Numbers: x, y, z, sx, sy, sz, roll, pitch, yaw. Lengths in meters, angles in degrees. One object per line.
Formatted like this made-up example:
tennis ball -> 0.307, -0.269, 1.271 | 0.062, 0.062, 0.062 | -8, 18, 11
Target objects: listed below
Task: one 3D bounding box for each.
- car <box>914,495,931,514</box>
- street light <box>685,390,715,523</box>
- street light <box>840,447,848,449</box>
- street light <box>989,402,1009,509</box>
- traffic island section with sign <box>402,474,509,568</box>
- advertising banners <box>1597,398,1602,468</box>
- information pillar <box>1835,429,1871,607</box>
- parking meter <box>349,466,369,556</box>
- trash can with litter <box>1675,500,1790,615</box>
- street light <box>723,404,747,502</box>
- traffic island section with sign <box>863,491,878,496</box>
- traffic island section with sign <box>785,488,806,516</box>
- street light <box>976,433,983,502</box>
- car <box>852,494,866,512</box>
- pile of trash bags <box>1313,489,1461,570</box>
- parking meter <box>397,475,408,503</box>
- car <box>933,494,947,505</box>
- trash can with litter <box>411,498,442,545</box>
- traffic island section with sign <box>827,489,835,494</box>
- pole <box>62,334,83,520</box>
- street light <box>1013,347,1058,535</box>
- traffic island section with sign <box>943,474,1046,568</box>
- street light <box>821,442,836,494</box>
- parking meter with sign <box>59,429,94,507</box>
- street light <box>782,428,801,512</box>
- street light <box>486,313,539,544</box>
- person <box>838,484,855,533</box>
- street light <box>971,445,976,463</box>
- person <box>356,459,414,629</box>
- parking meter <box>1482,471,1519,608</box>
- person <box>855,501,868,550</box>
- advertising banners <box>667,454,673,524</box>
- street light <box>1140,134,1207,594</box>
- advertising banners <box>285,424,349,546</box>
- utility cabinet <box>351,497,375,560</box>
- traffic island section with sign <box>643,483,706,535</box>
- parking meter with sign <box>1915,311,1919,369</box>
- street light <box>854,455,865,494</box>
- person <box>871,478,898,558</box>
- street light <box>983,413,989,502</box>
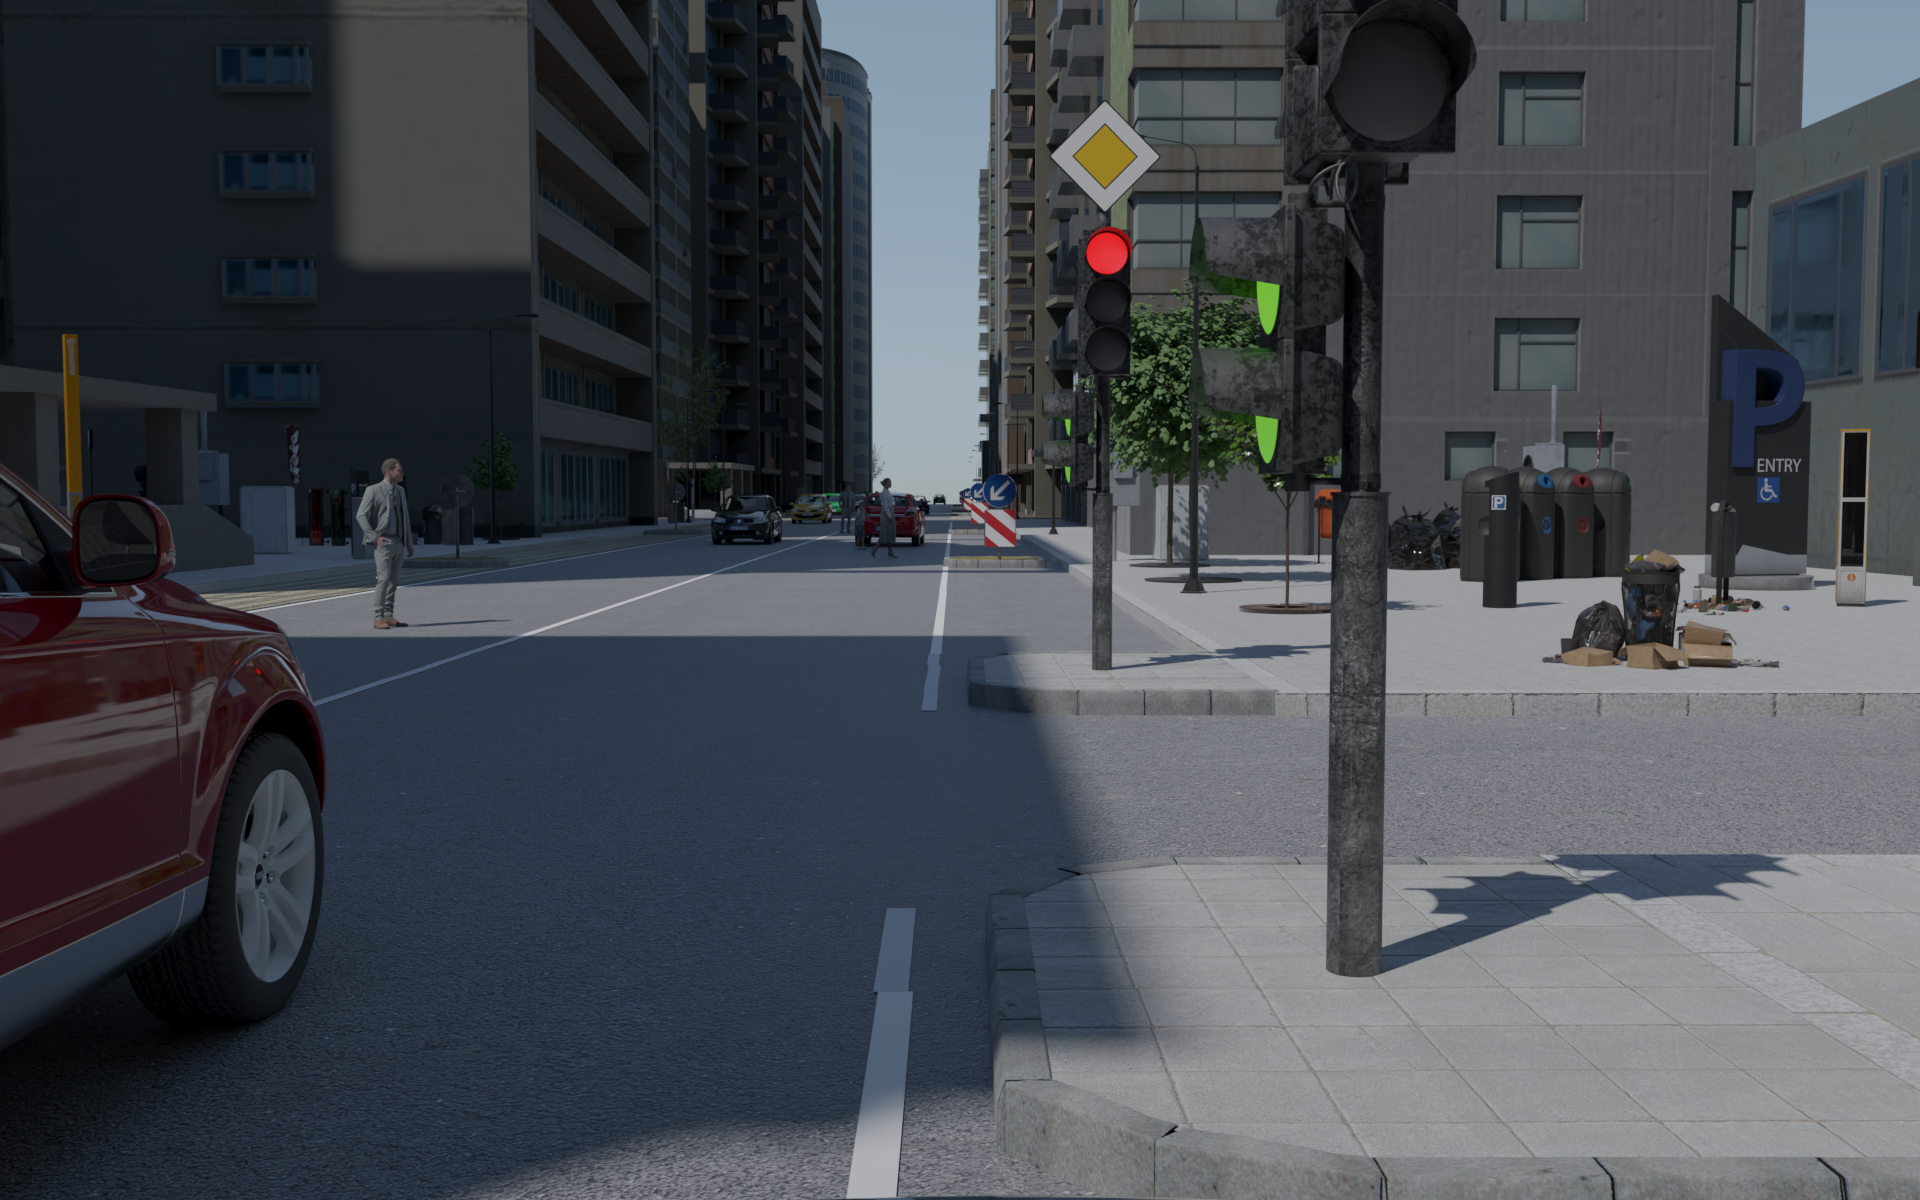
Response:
car -> -3.066, -6.775, 123.356 | 1.945, 1.354, 3.894 | 0, 4, 1
street light -> -11.585, -6.399, 77.161 | 1.470, 5.913, 1.316 | 0, 4, 0
street light -> -11.890, -12.228, 172.469 | 1.470, 5.913, 1.316 | 0, 4, 0
street light -> 2.359, -7.043, 87.688 | 1.470, 5.913, 1.316 | 0, 4, 0
traffic island section with sign -> -9.995, -1.556, 34.074 | 1.989, 1.847, 2.006 | 0, 4, 0
advertising banners -> 12.040, -2.234, 32.706 | 0.090, 3.025, 2.074 | 1, 4, 20
information pillar -> 10.188, -0.934, 19.766 | 0.304, 2.012, 0.304 | 2, 4, 25
parking meter -> -12.396, -1.839, 35.784 | 0.399, 1.863, 0.255 | 3, 5, 44
trash can with litter -> 8.355, -0.507, 19.350 | 1.678, 1.210, 2.233 | 2, 4, 32
street light -> -11.601, -7.119, 88.931 | 1.470, 5.913, 1.316 | 0, 4, 0
traffic island section with sign -> -10.495, -11.396, 194.958 | 1.989, 1.847, 2.006 | 0, 4, 0
traffic island section with sign -> -10.238, -6.335, 112.208 | 1.989, 1.847, 2.006 | 0, 4, 0
street light -> 2.179, -9.761, 132.137 | 1.470, 5.913, 1.316 | 0, 4, 0
car -> -7.294, -6.747, 122.117 | 2.131, 1.459, 4.920 | 0, 4, -2
pile of trash bags -> 7.502, -1.287, 30.790 | 1.912, 1.369, 3.447 | -2, 4, -29
parking meter -> -14.934, -2.475, 46.177 | 0.399, 1.863, 0.255 | -1, 4, -18
car -> -2.811, -14.032, 239.210 | 2.009, 1.686, 4.222 | 0, 4, 1
trash can with litter -> -13.620, -1.989, 43.913 | 1.055, 1.170, 0.624 | -1, 4, -11
traffic island section with sign -> -10.324, -8.013, 139.638 | 1.989, 1.847, 2.006 | 0, 4, 0
pole -> -11.388, -1.738, 22.259 | 0.158, 3.312, 0.155 | 0, 3, 0
street light -> 2.425, -5.031, 54.801 | 1.470, 5.913, 1.316 | 0, 4, 0
traffic island section with sign -> 0.667, -1.577, 34.408 | 1.989, 1.847, 2.006 | 0, 4, 0
street light -> -11.705, -11.054, 153.274 | 1.470, 5.913, 1.316 | 0, 4, 0
parking meter with sign -> -23.907, -3.033, 45.856 | 1.738, 3.016, 0.543 | -2, 4, -30
street light -> -11.766, -9.087, 121.112 | 1.470, 5.913, 1.316 | 0, 4, 0
street light -> -11.483, -4.400, 44.482 | 1.470, 5.913, 1.316 | 0, 4, 0
person -> -4.189, -3.395, 64.114 | 0.635, 1.810, 0.391 | -1, 4, -16
street light -> 1.999, -11.725, 164.244 | 1.470, 5.913, 1.316 | 0, 4, 0
person -> -6.149, -0.612, 18.610 | 0.391, 1.810, 0.635 | 1, 4, 16
parking meter -> 6.109, -0.682, 19.564 | 0.372, 1.533, 0.369 | 0, 3, 0
person -> -2.544, -1.932, 44.765 | 0.332, 1.250, 0.352 | -2, 4, -24
advertising banners -> -12.533, -4.816, 74.929 | 0.090, 3.025, 2.074 | -1, 4, -15
street light -> 2.490, -3.043, 22.286 | 1.470, 5.913, 1.316 | 0, 4, 0
advertising banners -> -16.007, -2.867, 43.057 | 2.074, 3.025, 0.090 | 2, 4, 28
utility cabinet -> -11.618, -1.419, 34.368 | 0.306, 1.237, 1.020 | 1, 4, 17
traffic island section with sign -> -10.085, -3.228, 61.411 | 1.989, 1.847, 2.006 | 0, 4, 0
parking meter with sign -> 9.800, -1.206, 15.974 | 0.543, 3.016, 1.738 | -2, 4, -35
street light -> -11.979, -14.227, 205.144 | 1.470, 5.913, 1.316 | 0, 4, 0
person -> -1.707, -1.851, 38.991 | 0.641, 1.798, 0.478 | 1, 4, 22
street light -> 2.213, -7.747, 99.201 | 1.470, 5.913, 1.316 | 0, 4, 0
